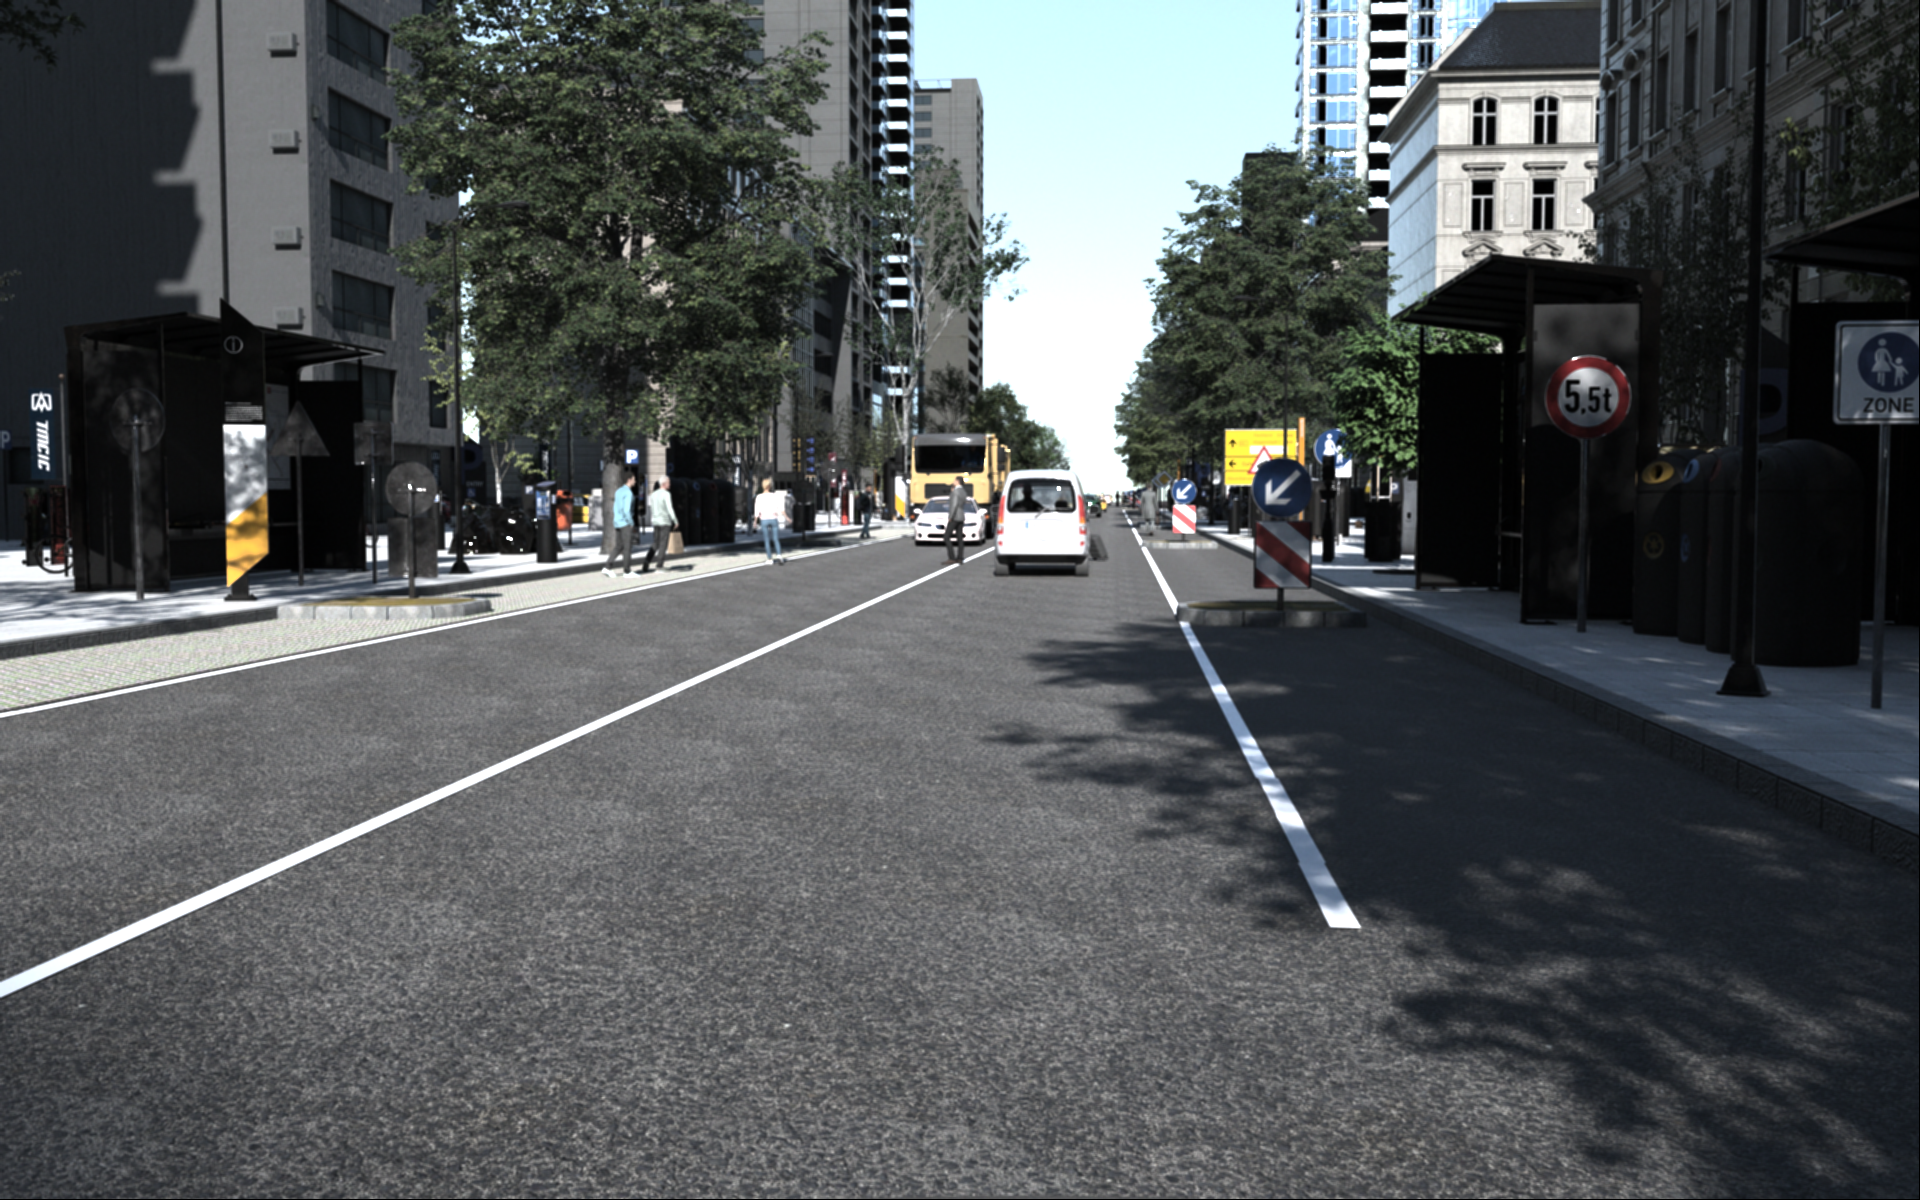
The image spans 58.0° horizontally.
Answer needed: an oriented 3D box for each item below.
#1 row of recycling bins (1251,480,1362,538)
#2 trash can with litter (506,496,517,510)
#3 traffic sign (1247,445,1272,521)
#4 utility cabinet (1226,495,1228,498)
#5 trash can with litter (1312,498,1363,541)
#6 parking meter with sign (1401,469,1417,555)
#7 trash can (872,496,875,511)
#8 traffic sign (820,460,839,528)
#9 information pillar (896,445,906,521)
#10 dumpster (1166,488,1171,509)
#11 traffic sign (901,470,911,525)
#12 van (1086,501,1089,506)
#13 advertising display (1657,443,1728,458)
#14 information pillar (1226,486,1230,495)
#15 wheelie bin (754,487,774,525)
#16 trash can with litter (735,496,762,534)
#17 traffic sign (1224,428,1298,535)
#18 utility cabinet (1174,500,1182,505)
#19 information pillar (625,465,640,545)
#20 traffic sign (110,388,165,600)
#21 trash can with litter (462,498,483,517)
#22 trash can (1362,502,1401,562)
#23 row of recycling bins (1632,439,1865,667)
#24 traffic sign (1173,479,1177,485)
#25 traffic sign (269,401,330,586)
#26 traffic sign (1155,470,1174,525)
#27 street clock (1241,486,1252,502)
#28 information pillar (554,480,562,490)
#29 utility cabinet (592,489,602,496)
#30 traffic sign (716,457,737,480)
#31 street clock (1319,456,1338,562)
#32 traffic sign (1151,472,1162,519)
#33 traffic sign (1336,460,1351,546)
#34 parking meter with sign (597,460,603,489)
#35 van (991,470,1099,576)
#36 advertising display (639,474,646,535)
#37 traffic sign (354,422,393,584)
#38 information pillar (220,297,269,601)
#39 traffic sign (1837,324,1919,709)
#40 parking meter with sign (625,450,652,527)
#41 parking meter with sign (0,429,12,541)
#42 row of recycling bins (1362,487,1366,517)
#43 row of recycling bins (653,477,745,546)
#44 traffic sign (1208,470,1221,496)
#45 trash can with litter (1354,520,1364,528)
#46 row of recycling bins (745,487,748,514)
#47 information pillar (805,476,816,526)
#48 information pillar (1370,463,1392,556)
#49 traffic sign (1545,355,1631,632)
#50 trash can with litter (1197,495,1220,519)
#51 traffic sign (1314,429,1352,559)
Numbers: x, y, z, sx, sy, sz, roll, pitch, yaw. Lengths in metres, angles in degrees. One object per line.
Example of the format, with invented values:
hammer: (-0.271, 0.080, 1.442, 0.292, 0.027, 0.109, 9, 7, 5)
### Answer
row of recycling bins: (10.157, -2.705, 51.342, 3.534, 1.692, 1.069, -2, 4, -31)
trash can with litter: (-22.260, -4.495, 84.544, 2.233, 1.210, 1.678, 0, 4, -8)
traffic sign: (8.094, -2.824, 46.181, 0.884, 2.594, 0.081, 0, 4, 7)
utility cabinet: (17.877, -6.391, 115.647, 1.020, 1.237, 0.306, 3, 5, 39)
trash can with litter: (10.089, -2.248, 47.818, 1.678, 1.210, 2.233, 0, 4, -3)
parking meter with sign: (9.669, -2.453, 36.364, 1.738, 3.016, 0.543, 2, 4, 31)
trash can: (-6.658, -7.164, 128.784, 0.748, 1.137, 0.748, 0, 3, 0)
traffic sign: (-4.918, -3.983, 65.220, 0.768, 2.556, 0.104, 1, 4, 12)
information pillar: (-2.846, -5.593, 82.795, 0.504, 3.616, 0.183, 2, 4, 29)
dumpster: (18.062, -8.590, 146.204, 1.264, 1.857, 1.865, 0, 4, 5)
traffic sign: (-2.075, -4.180, 71.983, 0.795, 2.450, 0.064, 0, 4, 5)
van: (2.759, -2.666, 50.604, 2.013, 2.044, 4.112, 0, 4, 6)
advertising display: (9.303, -1.032, 22.085, 0.974, 1.923, 0.123, 0, 4, -5)
information pillar: (18.577, -7.906, 120.622, 0.183, 3.616, 0.504, -3, 5, -45)
wheelie bin: (-8.241, -3.979, 72.964, 0.980, 1.594, 0.693, 1, 4, 18)
trash can with litter: (-7.172, -2.737, 55.805, 2.233, 1.210, 1.678, -2, 4, -34)
traffic sign: (9.351, -3.673, 53.931, 2.265, 3.308, 0.079, 0, 4, 7)
utility cabinet: (12.469, -5.351, 98.648, 0.306, 1.237, 1.020, 1, 4, 21)
information pillar: (-8.355, -2.417, 44.018, 0.304, 2.012, 0.304, 3, 5, 42)
traffic sign: (-9.943, -1.274, 20.930, 0.768, 2.556, 0.104, 1, 4, 14)
trash can with litter: (-13.481, -2.292, 48.861, 1.055, 1.170, 0.624, -2, 4, -35)
trash can: (8.000, -1.300, 32.910, 0.748, 1.137, 0.748, 0, 3, 0)
row of recycling bins: (6.544, -0.452, 14.506, 1.069, 1.692, 3.534, 0, 4, 6)
traffic sign: (18.662, -9.106, 148.981, 0.768, 2.556, 0.104, 1, 4, 14)
traffic sign: (-9.238, -1.481, 24.214, 0.884, 2.594, 0.081, 0, 4, 6)
traffic sign: (8.376, -4.122, 71.031, 0.795, 2.450, 0.064, 0, 4, 5)
street clock: (15.682, -5.555, 95.390, 0.358, 2.002, 0.471, 3, 5, 39)
information pillar: (-21.017, -5.267, 90.604, 0.304, 2.012, 0.304, 2, 4, 29)
utility cabinet: (-15.083, -3.985, 73.830, 1.173, 1.500, 0.318, -2, 4, -31)
traffic sign: (-8.100, -3.656, 59.878, 0.768, 2.556, 0.104, 1, 4, 9)
street clock: (6.946, -1.720, 32.689, 0.358, 2.002, 0.471, 1, 4, 13)
traffic sign: (9.088, -4.608, 78.984, 0.795, 2.450, 0.064, 0, 4, 5)
traffic sign: (9.363, -2.492, 42.868, 0.606, 2.300, 0.079, 1, 4, 14)
parking meter with sign: (-17.695, -5.641, 88.486, 1.738, 3.016, 0.543, 3, 5, 41)
van: (1.532, -1.499, 31.521, 2.013, 2.044, 4.112, 0, 4, 4)
advertising display: (-10.445, -3.038, 54.882, 0.974, 1.923, 0.123, 0, 4, 4)
traffic sign: (-8.364, -1.381, 24.704, 0.606, 2.300, 0.079, 1, 4, 14)
information pillar: (-8.585, -1.799, 20.768, 0.504, 3.616, 0.183, -1, 4, -15)
traffic sign: (5.487, -0.500, 10.302, 0.606, 2.300, 0.079, 0, 4, 7)
parking meter with sign: (-12.471, -4.349, 67.367, 0.543, 3.016, 1.738, -2, 4, -31)
parking meter with sign: (-26.662, -3.100, 46.948, 1.738, 3.016, 0.543, 0, 4, 5)
row of recycling bins: (22.144, -5.426, 95.834, 1.069, 1.692, 3.534, 3, 5, 44)
row of recycling bins: (-6.808, -2.271, 44.242, 1.069, 1.692, 3.534, 1, 4, 18)
traffic sign: (13.747, -5.704, 93.359, 0.768, 2.556, 0.104, 1, 4, 14)
trash can with litter: (15.284, -3.281, 65.031, 1.055, 1.170, 0.624, 1, 4, 15)
row of recycling bins: (-11.364, -5.041, 89.532, 1.069, 1.692, 3.534, -1, 4, -9)
information pillar: (-6.042, -4.016, 70.155, 0.304, 2.012, 0.304, 3, 5, 43)
information pillar: (8.127, -1.772, 33.472, 0.304, 2.012, 0.304, -1, 4, -14)
traffic sign: (5.775, -0.973, 16.013, 0.768, 2.556, 0.104, 0, 4, 6)
trash can with litter: (12.744, -4.715, 88.140, 2.233, 1.210, 1.678, 2, 4, 35)
traffic sign: (7.333, -2.073, 34.006, 0.768, 2.556, 0.104, 1, 4, 9)
